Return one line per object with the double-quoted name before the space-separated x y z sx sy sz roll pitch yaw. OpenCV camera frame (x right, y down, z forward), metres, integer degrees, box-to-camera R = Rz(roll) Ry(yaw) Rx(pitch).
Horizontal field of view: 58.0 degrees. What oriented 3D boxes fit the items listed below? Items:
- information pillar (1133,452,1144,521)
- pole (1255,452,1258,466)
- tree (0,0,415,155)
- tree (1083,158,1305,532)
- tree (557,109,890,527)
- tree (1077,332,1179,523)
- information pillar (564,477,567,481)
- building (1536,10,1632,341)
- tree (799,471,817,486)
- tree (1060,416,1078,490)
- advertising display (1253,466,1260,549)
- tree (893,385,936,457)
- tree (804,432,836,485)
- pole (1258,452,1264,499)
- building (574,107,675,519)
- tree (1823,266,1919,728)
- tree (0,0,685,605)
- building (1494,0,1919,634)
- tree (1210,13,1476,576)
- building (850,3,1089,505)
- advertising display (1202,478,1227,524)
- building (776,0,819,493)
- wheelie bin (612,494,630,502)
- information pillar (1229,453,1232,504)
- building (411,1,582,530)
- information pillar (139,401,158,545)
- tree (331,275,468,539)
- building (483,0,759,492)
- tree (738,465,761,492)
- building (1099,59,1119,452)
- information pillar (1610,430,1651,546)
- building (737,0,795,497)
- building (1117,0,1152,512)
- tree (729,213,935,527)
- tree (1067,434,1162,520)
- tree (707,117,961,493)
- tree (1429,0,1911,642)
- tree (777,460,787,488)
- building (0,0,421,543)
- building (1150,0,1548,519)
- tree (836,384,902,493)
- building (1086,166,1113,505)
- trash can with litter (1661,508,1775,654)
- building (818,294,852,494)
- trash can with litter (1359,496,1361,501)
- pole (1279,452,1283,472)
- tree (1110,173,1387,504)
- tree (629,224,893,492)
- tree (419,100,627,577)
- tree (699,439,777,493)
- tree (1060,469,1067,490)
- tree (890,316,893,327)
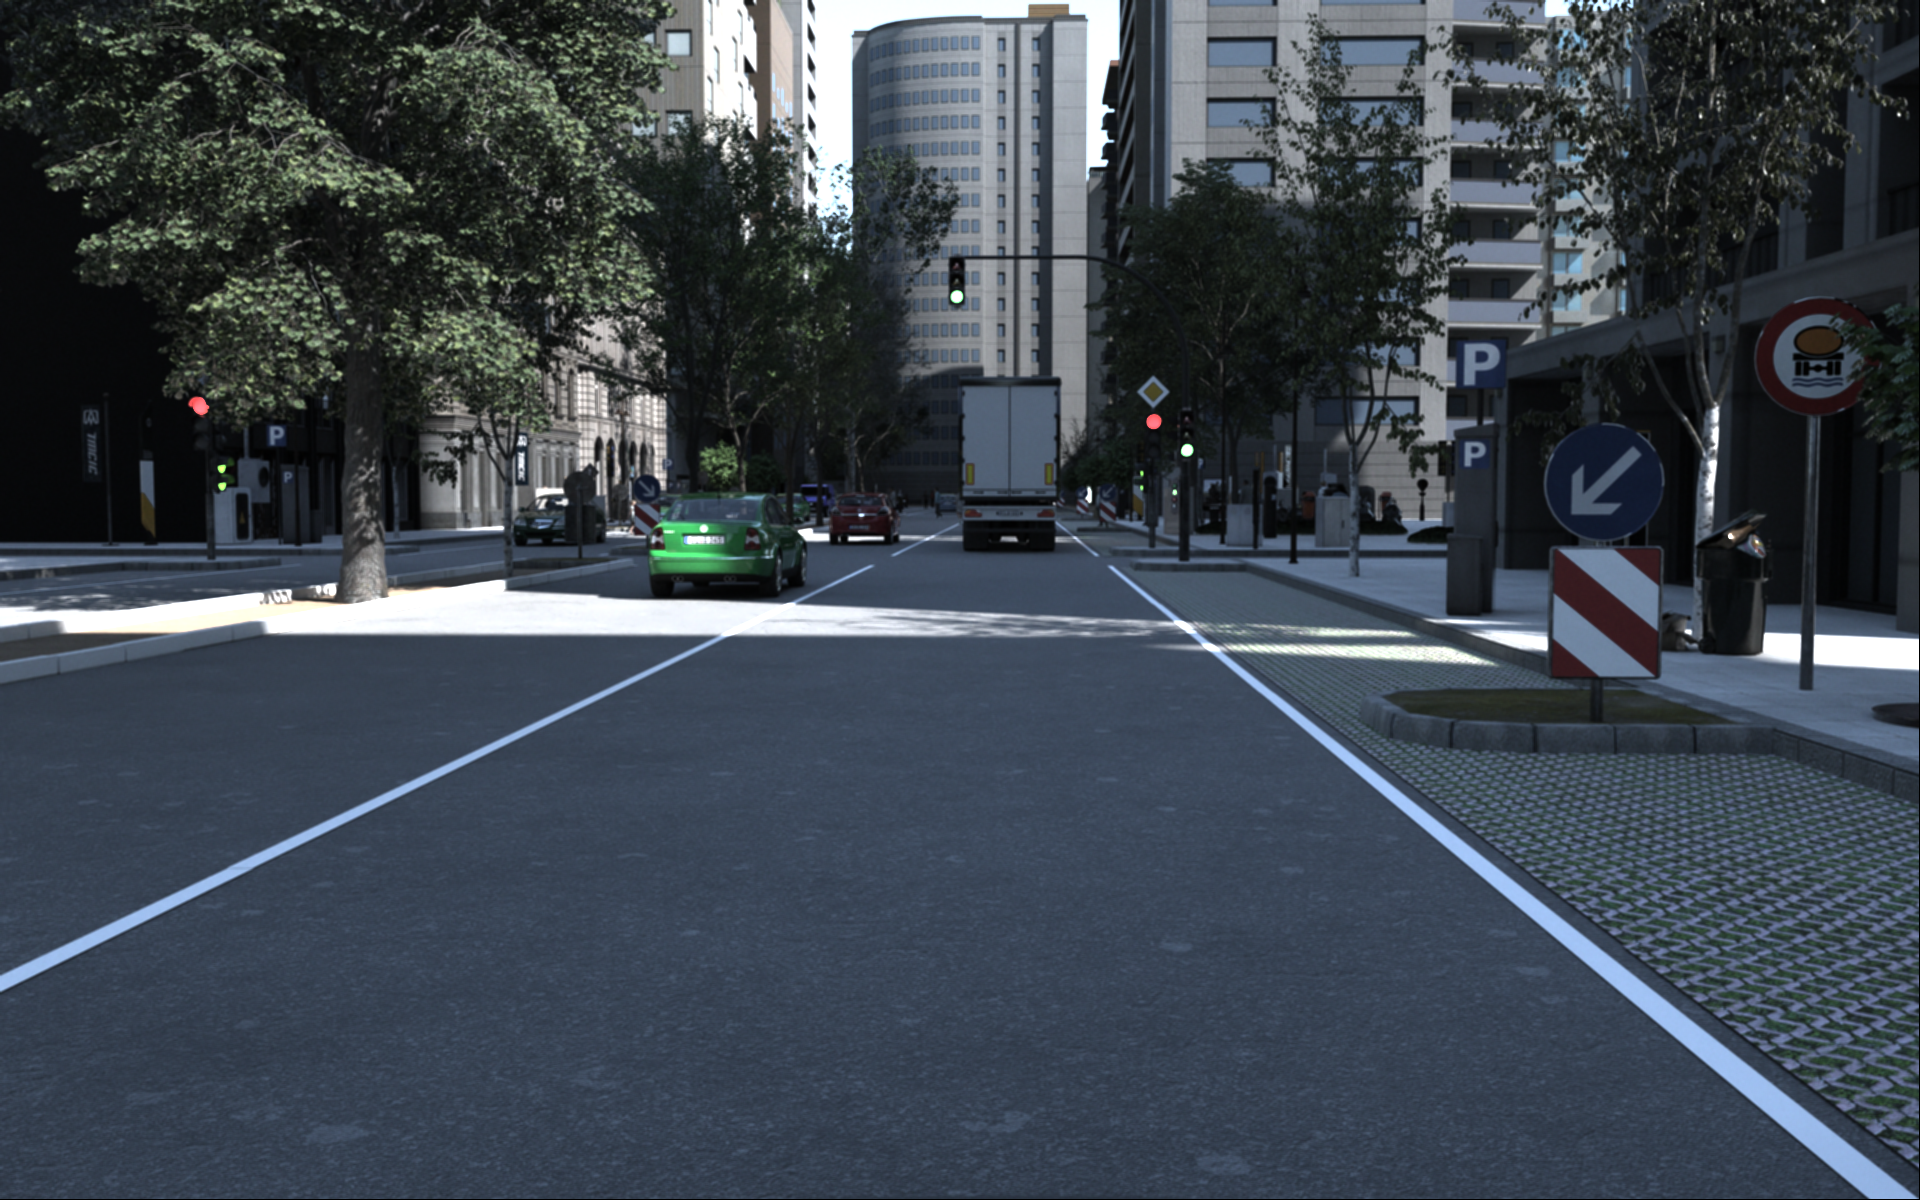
"information pillar" 8.534 -5.595 82.836 0.504 3.616 0.183 0 4 -8
"pole" 14.508 -5.556 84.690 0.158 3.312 0.155 0 3 0
"tree" -8.188 -5.889 9.117 12.009 13.543 11.850 0 3 0
"tree" 8.062 -8.587 58.526 7.486 12.596 7.792 0 3 0
"tree" -7.142 -7.231 46.440 9.928 11.665 9.643 0 3 0
"tree" 7.902 -7.648 75.406 4.360 8.622 3.978 0 3 0
"information pillar" -16.963 -4.311 74.984 0.304 2.012 0.304 -2 4 -23
"building" 64.691 -33.954 174.754 30.456 49.044 23.786 0 4 2
"tree" -13.074 -9.378 147.925 1.663 3.219 1.824 0 3 0
"tree" 10.973 -12.657 157.296 4.360 8.622 3.978 0 3 0
"advertising display" 6.930 -2.159 40.520 0.123 1.923 0.974 1 4 12
"tree" -5.459 -9.859 98.060 8.767 10.594 7.601 0 4 2
"tree" -12.954 -13.025 163.324 4.360 8.622 3.978 0 3 0
"pole" 14.527 -5.471 83.297 0.158 3.312 0.155 0 3 0
"building" -23.934 -15.338 92.568 13.314 21.916 24.055 0 4 2
"tree" 5.655 -0.927 9.756 1.663 3.219 1.824 0 3 0
"tree" -7.858 -6.929 22.408 9.857 13.997 8.962 0 3 0
"building" 19.116 -35.425 17.455 20.563 71.187 20.611 0 4 2
"tree" 6.033 -4.661 26.568 4.737 8.622 4.395 0 3 0
"building" 1.165 -41.021 212.687 28.212 58.520 21.231 0 4 2
"advertising display" 10.359 -3.993 70.493 0.974 1.923 0.123 1 4 17
"building" -29.167 -38.954 178.899 28.212 58.520 21.231 0 4 2
"wheelie bin" -16.831 -4.763 85.789 0.980 1.594 0.693 0 4 5
"information pillar" 12.567 -5.452 80.496 0.183 3.616 0.504 0 4 7
"building" -22.533 -13.566 70.953 9.793 20.994 18.267 0 4 2
"information pillar" -20.297 -3.174 43.247 0.183 3.616 0.504 0 4 4
"tree" -16.116 -6.060 49.441 4.737 8.622 4.395 0 3 0
"building" -30.320 -33.147 131.196 28.713 52.752 27.495 0 4 2
"tree" -13.960 -7.348 114.747 1.663 3.219 1.824 0 3 0
"building" 25.356 -31.749 173.719 22.147 44.769 28.867 0 4 2
"information pillar" 7.753 -0.952 20.054 0.304 2.012 0.304 -1 4 -16
"building" -22.435 -30.740 152.709 14.600 45.320 14.200 0 4 2
"building" 23.422 -31.168 133.306 21.300 48.544 21.600 0 4 2
"tree" -6.126 -9.943 75.392 12.009 13.543 11.850 0 3 0
"tree" 8.333 -6.202 85.122 4.285 4.588 4.351 0 3 0
"tree" -6.650 -14.022 87.602 12.611 20.169 13.585 0 3 0
"tree" 6.382 -3.949 14.930 4.360 8.622 3.978 0 3 0
"tree" -13.946 -8.496 122.624 4.285 4.588 4.351 0 3 0
"building" -25.525 -13.657 52.976 12.332 23.373 15.834 0 4 2
"building" 21.668 -34.162 100.548 21.231 58.520 28.212 0 4 2
"tree" -5.120 -9.312 105.069 4.360 8.622 3.978 0 3 0
"building" 22.178 -32.135 208.997 14.086 41.232 14.154 0 4 2
"trash can with litter" 5.999 -0.161 14.016 1.055 1.170 0.624 3 4 37
"building" -20.118 -26.832 210.412 14.107 30.474 14.160 0 4 2
"trash can with litter" 17.885 -4.050 77.272 1.678 1.210 2.233 1 4 20
"pole" 15.557 -5.517 84.054 0.158 3.312 0.155 0 3 0
"tree" 8.040 -7.044 49.582 8.767 10.594 7.601 1 4 20
"tree" -6.892 -7.262 55.601 8.767 10.594 7.601 0 4 2
"tree" -7.772 -4.706 29.767 4.360 8.622 3.978 0 3 0
"tree" -14.215 -7.364 104.117 4.285 4.588 4.351 0 3 0
"tree" 9.840 -8.583 124.048 4.285 4.588 4.351 0 3 0
"tree" -6.299 -8.330 64.401 9.928 11.665 9.643 0 3 0
